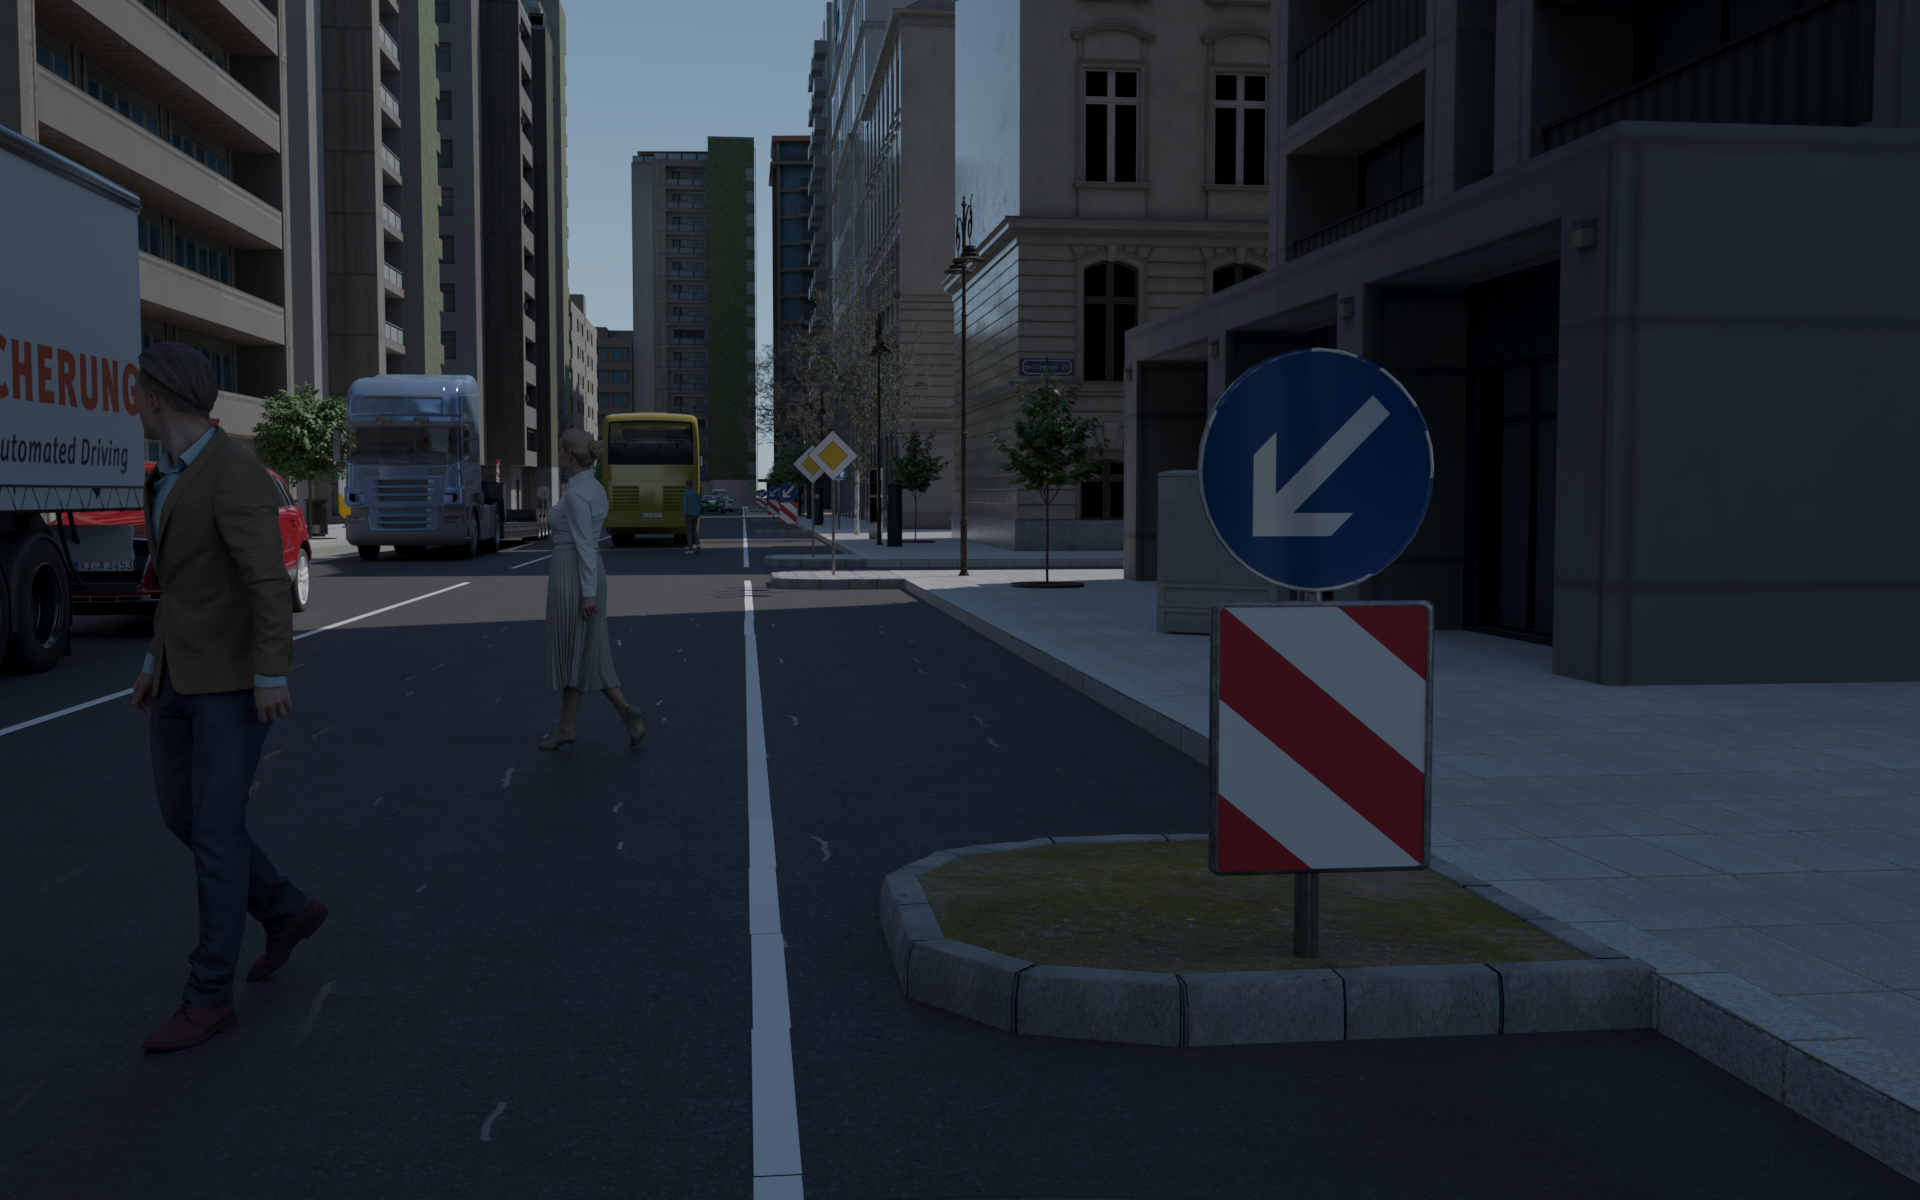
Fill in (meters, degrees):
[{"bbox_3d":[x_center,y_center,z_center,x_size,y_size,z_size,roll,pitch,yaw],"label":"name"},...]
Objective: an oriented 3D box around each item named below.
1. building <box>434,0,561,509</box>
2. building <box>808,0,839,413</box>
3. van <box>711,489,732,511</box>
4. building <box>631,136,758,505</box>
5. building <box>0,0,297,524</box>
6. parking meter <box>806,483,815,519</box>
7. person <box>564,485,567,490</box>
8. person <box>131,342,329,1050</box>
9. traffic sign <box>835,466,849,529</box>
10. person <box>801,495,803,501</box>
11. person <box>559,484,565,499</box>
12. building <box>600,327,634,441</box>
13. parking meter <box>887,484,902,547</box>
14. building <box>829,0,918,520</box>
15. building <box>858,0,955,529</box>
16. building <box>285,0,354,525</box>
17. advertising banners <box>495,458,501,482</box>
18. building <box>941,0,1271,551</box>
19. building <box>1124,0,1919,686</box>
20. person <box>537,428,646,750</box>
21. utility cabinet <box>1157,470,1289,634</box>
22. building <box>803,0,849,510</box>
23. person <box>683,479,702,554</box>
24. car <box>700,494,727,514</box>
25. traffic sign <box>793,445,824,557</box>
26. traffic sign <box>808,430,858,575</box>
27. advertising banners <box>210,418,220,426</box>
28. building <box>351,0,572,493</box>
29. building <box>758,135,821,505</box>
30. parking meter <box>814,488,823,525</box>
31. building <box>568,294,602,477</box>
[{"bbox_3d":[-30.805,-19.988,98.508,14.160,30.474,14.107,0,4,-7],"label":"building"},{"bbox_3d":[-3.396,-33.642,169.650,23.786,49.044,30.456,0,4,-7],"label":"building"},{"bbox_3d":[-20.797,-8.749,150.052,2.013,2.044,4.112,0,4,-6],"label":"van"},{"bbox_3d":[-30.640,-31.623,200.633,14.086,41.232,14.154,0,4,-7],"label":"building"},{"bbox_3d":[-30.744,-25.642,42.949,21.300,48.544,21.600,0,4,-7],"label":"building"},{"bbox_3d":[-7.706,-5.119,89.400,0.399,1.863,0.255,-3,5,-42],"label":"parking meter"},{"bbox_3d":[-15.827,-3.719,69.505,0.583,1.804,0.606,-3,5,-41],"label":"person"},{"bbox_3d":[-2.064,0.222,4.785,0.656,1.842,0.836,1,4,12],"label":"person"},{"bbox_3d":[-4.396,-3.839,62.877,0.768,2.556,0.104,0,4,-5],"label":"traffic sign"},{"bbox_3d":[-17.159,-11.075,190.520,0.436,1.711,0.756,2,4,32],"label":"person"},{"bbox_3d":[-16.177,-3.831,70.912,0.659,1.850,0.755,1,4,22],"label":"person"},{"bbox_3d":[-52.629,-21.946,203.856,28.899,21.520,27.650,0,4,-7],"label":"building"},{"bbox_3d":[-1.591,-2.065,42.179,0.372,1.533,0.369,0,3,0],"label":"parking meter"},{"bbox_3d":[-0.898,-19.478,95.964,11.434,29.767,29.804,0,4,-7],"label":"building"},{"bbox_3d":[1.322,-13.606,71.603,9.793,20.994,18.267,0,4,-7],"label":"building"},{"bbox_3d":[-31.113,-23.970,75.506,14.154,41.232,14.086,0,4,-7],"label":"building"},{"bbox_3d":[-22.844,-5.388,84.282,0.090,3.025,2.074,1,4,14],"label":"advertising banners"},{"bbox_3d":[17.395,-13.841,45.393,34.723,24.649,14.460,0,4,-7],"label":"building"},{"bbox_3d":[13.880,-35.283,15.136,20.563,71.187,20.611,0,4,-7],"label":"building"},{"bbox_3d":[-2.063,-0.059,9.684,0.641,1.798,0.478,1,4,15],"label":"person"},{"bbox_3d":[2.375,-0.428,15.683,1.173,1.500,0.318,2,4,33],"label":"utility cabinet"},{"bbox_3d":[-0.892,-50.440,137.370,22.319,86.520,31.000,0,4,-7],"label":"building"},{"bbox_3d":[-6.415,-1.994,41.447,0.601,1.785,0.444,-3,5,-41],"label":"person"},{"bbox_3d":[-17.979,-6.972,125.793,2.131,1.459,4.920,-1,4,-9],"label":"car"},{"bbox_3d":[-2.997,-1.933,35.248,0.795,2.450,0.064,0,4,-7],"label":"traffic sign"},{"bbox_3d":[-2.003,-1.448,27.325,0.795,2.450,0.064,0,4,-7],"label":"traffic sign"},{"bbox_3d":[-17.534,-2.633,39.231,0.090,3.025,2.074,1,4,23],"label":"advertising banners"},{"bbox_3d":[-38.917,-27.773,137.680,14.154,41.232,14.086,0,4,-7],"label":"building"},{"bbox_3d":[-9.739,-33.752,206.470,28.867,44.769,22.147,0,4,-7],"label":"building"},{"bbox_3d":[-5.836,-3.846,71.288,0.372,1.533,0.369,0,3,0],"label":"parking meter"},{"bbox_3d":[-50.760,-19.683,166.857,28.899,21.520,27.650,0,4,-7],"label":"building"}]
